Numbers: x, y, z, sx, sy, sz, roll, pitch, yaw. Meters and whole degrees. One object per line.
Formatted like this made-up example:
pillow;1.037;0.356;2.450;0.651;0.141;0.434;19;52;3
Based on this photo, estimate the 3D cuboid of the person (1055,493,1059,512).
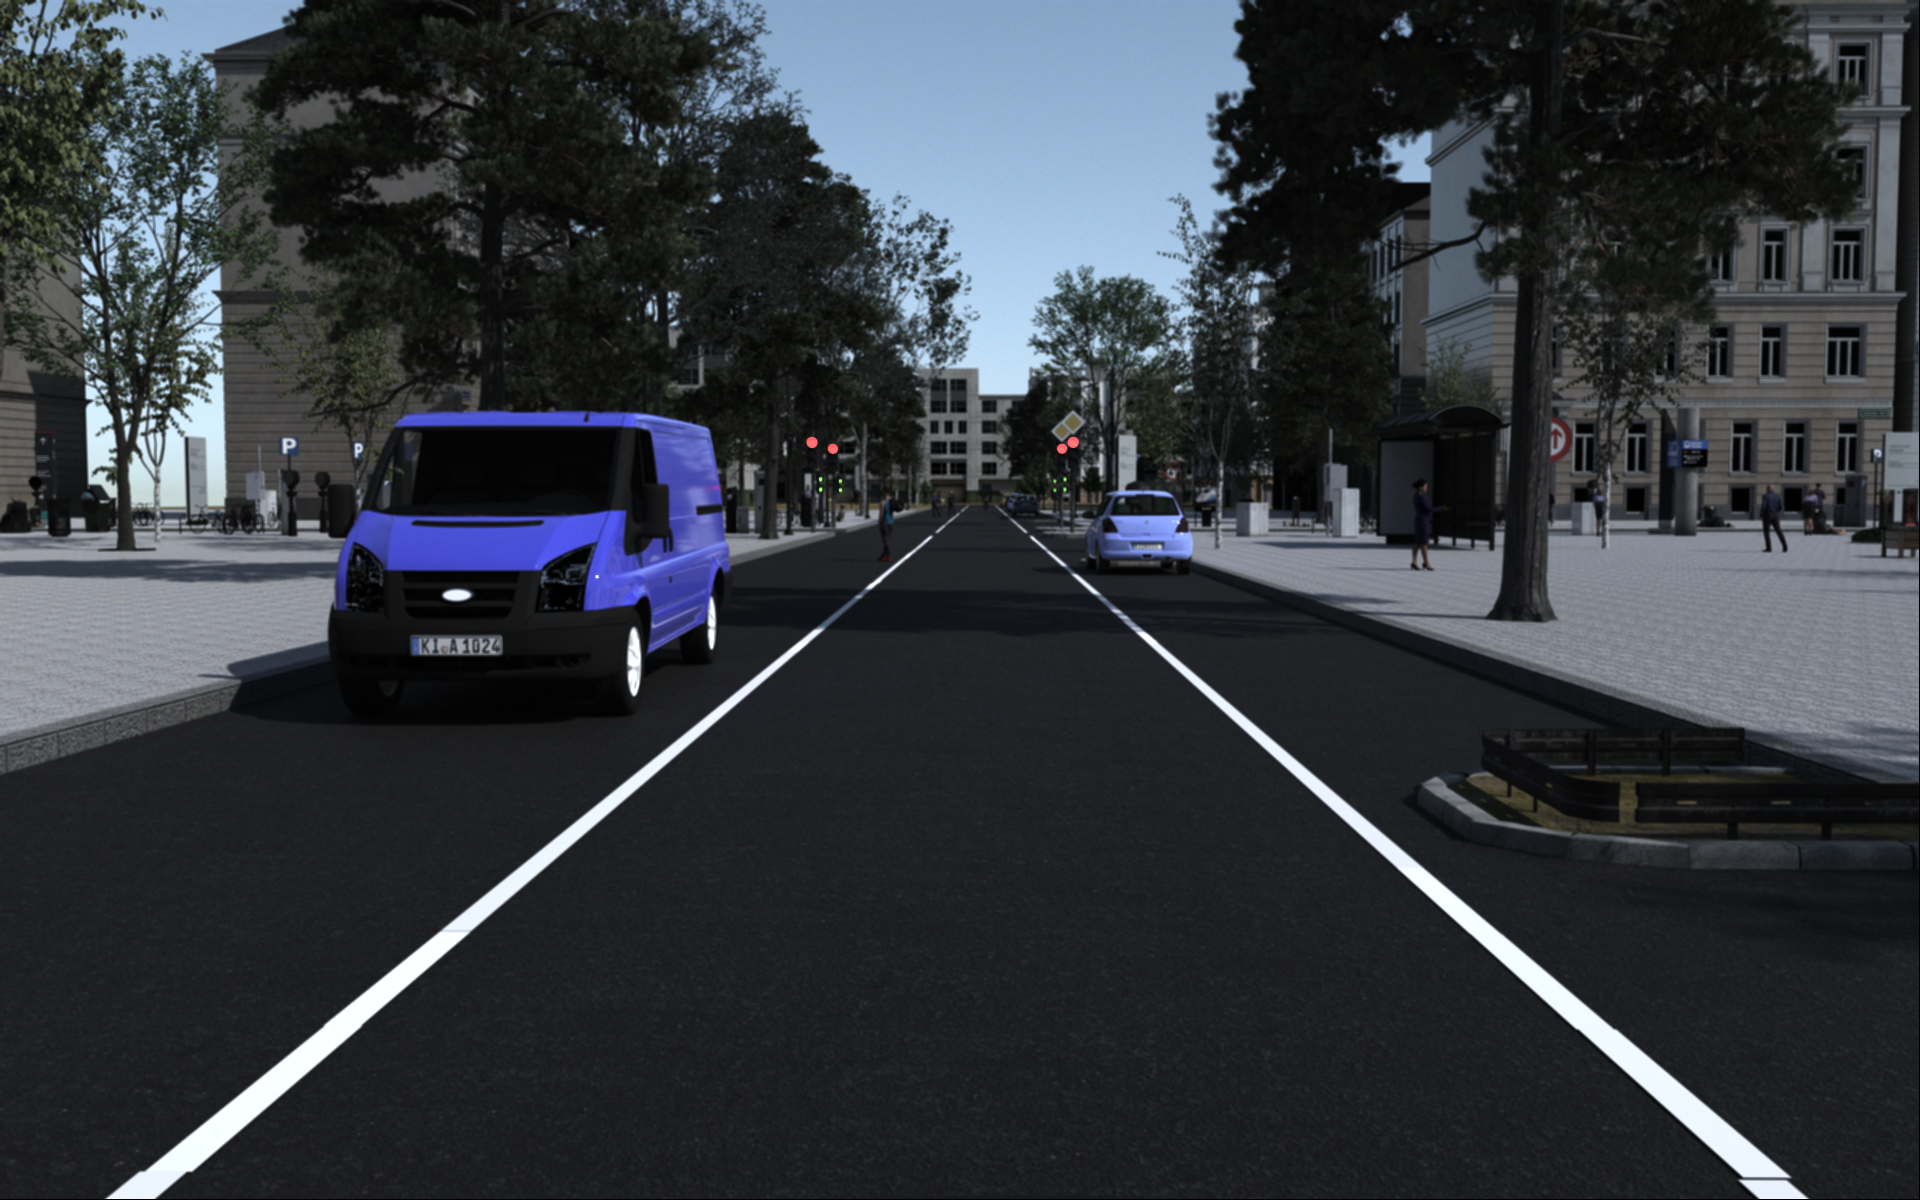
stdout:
person;7.078;-7.382;126.612;0.599;1.838;0.709;-1;4;-8

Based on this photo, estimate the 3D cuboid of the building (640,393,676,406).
building;-27.860;-13.043;155.404;9.099;9.664;28.070;0;4;1

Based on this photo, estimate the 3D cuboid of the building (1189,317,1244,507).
building;34.628;-19.268;181.488;16.747;18.905;31.486;0;4;1

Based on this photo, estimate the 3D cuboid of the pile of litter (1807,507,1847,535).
pile of litter;27.783;-2.540;55.494;1.176;0.858;1.719;2;4;27

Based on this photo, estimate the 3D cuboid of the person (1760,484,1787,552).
person;18.043;-1.817;38.442;0.574;1.496;0.600;1;4;18

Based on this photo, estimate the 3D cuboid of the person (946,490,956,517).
person;-0.563;-6.132;109.678;0.530;1.710;0.541;-3;5;-43

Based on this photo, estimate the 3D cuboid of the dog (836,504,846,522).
dog;-5.483;-4.018;80.069;0.513;0.831;0.800;0;4;4

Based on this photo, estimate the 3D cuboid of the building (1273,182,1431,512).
building;31.369;-18.463;131.553;12.332;23.373;15.834;0;4;1

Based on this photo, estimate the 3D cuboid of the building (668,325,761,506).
building;-38.500;-19.782;189.891;31.486;18.905;16.747;0;4;1

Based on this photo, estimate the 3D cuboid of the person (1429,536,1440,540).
person;13.385;-2.577;48.622;0.568;1.767;0.683;-1;4;-22

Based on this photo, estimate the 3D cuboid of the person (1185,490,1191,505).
person;25.545;-11.485;194.268;0.683;1.767;0.568;1;4;14

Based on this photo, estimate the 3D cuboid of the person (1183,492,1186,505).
person;26.627;-12.328;207.540;1.348;1.831;0.705;-1;4;-22

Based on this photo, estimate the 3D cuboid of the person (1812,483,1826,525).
person;33.162;-3.670;66.960;0.530;1.710;0.541;-3;5;-41

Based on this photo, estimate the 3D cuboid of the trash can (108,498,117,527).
trash can;-32.866;-3.371;66.767;0.748;1.137;0.748;0;3;0

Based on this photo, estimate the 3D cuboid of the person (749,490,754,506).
person;-22.203;-10.877;184.798;0.530;1.710;0.541;-3;4;-36

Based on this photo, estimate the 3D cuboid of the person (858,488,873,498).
person;-7.733;-8.323;142.259;1.348;1.807;0.705;1;4;15

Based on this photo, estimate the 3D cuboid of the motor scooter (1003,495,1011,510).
motor scooter;4.190;-8.551;152.580;0.815;1.314;1.986;0;4;2

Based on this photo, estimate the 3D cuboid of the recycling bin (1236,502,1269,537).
recycling bin;8.860;-2.442;52.486;0.722;1.027;0.722;-2;4;-26

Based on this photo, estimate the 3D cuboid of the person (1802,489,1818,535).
person;26.402;-2.725;53.829;0.421;1.427;0.697;3;5;40

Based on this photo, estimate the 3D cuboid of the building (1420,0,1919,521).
building;35.409;-18.548;89.160;20.117;28.700;13.634;0;4;1

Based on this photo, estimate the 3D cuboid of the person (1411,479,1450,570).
person;7.858;-1.265;29.089;0.546;1.535;0.453;-1;4;-19

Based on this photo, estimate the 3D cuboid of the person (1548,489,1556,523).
person;26.415;-4.228;77.709;0.613;1.512;0.480;-2;4;-35

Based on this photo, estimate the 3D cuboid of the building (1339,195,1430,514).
building;31.673;-16.233;114.555;9.793;20.994;18.267;0;4;1

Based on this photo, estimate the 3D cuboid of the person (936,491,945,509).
person;-1.969;-9.536;165.092;1.217;1.739;0.721;0;4;-1

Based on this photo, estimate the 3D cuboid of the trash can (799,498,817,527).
trash can;-5.864;-3.385;67.005;0.748;1.137;0.748;0;3;0

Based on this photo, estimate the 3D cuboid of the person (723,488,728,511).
person;-18.104;-7.778;134.015;0.445;1.727;0.742;0;4;-7

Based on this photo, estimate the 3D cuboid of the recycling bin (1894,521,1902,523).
recycling bin;37.876;-3.533;70.324;0.722;1.027;0.722;2;4;25

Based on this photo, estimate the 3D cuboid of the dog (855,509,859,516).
dog;-5.994;-5.168;102.233;0.748;0.427;0.550;-3;5;-41

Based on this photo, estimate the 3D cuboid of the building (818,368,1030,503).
building;-5.725;-23.583;252.037;31.486;18.905;16.747;0;4;1

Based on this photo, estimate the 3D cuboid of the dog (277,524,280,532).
dog;-23.418;-2.438;60.057;0.748;0.427;0.550;-3;4;-36

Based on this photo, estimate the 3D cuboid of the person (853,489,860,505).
person;-11.788;-11.707;197.083;1.348;1.869;0.705;0;4;-5

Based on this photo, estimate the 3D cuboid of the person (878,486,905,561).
person;-1.538;-1.629;37.007;0.662;1.594;0.647;2;4;30

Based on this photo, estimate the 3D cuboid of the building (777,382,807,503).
building;-37.725;-25.275;257.220;32.646;21.610;27.936;0;4;1

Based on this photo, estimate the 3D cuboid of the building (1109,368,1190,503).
building;37.455;-23.540;251.339;31.486;18.905;16.747;0;4;1

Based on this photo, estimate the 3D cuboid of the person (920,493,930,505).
person;-4.056;-12.148;204.671;1.348;1.822;0.705;0;4;-1

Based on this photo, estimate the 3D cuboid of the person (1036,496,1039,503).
person;8.525;-11.403;193.291;0.742;1.727;0.445;1;4;15

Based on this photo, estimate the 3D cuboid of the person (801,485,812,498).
person;-7.255;-4.646;82.828;0.655;1.722;0.431;-1;4;-15

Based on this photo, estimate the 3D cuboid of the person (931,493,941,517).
person;-1.551;-5.872;107.205;0.574;1.496;0.600;-1;4;-19

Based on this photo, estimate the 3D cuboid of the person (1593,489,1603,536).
person;19.461;-2.652;52.640;0.421;1.427;0.697;1;4;12

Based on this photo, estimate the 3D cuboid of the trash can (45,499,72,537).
trash can;-27.105;-2.474;52.111;0.748;1.137;0.748;0;3;0

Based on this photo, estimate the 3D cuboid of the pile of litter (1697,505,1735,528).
pile of litter;28.912;-3.220;66.615;1.176;0.858;1.719;-2;4;-29

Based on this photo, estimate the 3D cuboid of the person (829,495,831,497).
person;-15.491;-11.805;199.023;1.348;1.831;0.705;-1;4;-21

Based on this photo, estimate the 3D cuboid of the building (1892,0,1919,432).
building;60.718;-18.994;88.048;29.804;29.767;11.434;0;4;1

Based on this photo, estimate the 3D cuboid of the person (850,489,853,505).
person;-11.321;-10.710;181.157;0.705;1.823;1.348;0;4;-3

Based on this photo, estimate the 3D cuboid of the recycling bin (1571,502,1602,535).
recycling bin;19.573;-2.538;54.048;0.722;1.027;0.722;0;4;-3

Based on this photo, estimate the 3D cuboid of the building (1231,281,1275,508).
building;33.393;-18.542;159.584;16.016;20.091;11.380;0;4;1

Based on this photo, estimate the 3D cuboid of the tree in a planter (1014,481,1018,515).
tree in a planter;4.526;-7.384;117.954;1.991;3.239;1.994;0;4;1

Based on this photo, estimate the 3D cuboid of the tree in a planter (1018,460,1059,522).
tree in a planter;4.180;-5.736;91.013;1.991;3.239;1.994;0;4;1

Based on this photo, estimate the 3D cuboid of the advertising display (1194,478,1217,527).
advertising display;9.635;-3.817;67.619;0.974;1.923;0.123;1;4;12

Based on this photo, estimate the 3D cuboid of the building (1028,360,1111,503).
building;15.702;-24.158;251.404;11.380;20.091;16.016;0;4;1

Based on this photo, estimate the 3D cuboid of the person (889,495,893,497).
person;-7.834;-11.118;188.544;1.217;1.735;0.721;0;4;2

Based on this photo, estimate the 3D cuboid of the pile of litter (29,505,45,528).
pile of litter;-35.729;-3.208;66.419;1.176;0.858;1.719;-1;4;-23
